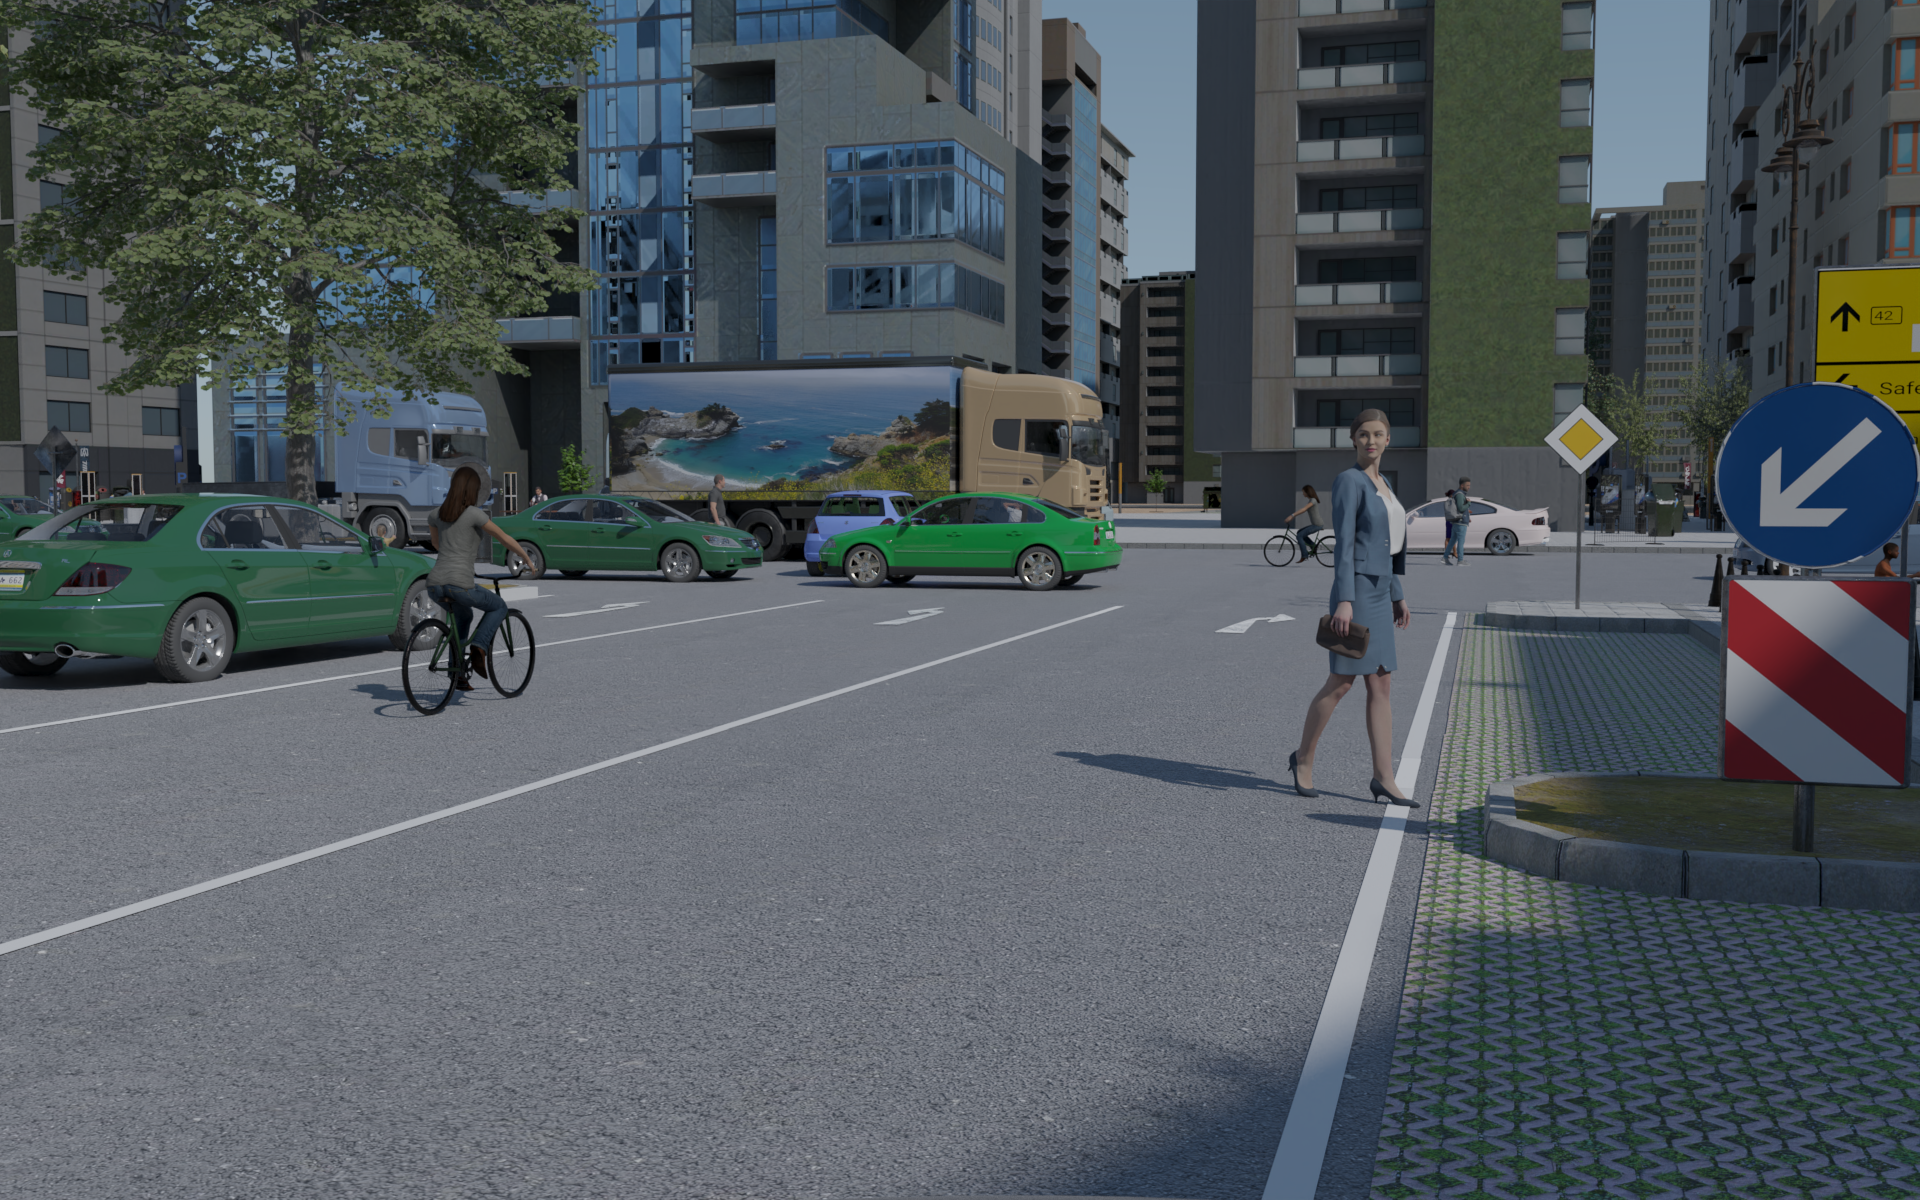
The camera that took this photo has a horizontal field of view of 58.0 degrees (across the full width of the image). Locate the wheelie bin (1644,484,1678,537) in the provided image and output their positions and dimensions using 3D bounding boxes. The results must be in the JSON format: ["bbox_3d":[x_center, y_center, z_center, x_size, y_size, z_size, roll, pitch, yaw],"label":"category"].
[{"bbox_3d":[21.025,-2.700,52.055,0.980,1.594,0.693,0,4,-5],"label":"wheelie bin"}]

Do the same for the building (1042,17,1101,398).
[{"bbox_3d":[4.769,-31.381,163.197,14.200,45.320,14.600,1,4,17],"label":"building"}]

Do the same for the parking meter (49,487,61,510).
[{"bbox_3d":[-31.816,-3.211,60.908,0.372,1.533,0.369,0,3,0],"label":"parking meter"}]

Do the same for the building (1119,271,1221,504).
[{"bbox_3d":[28.577,-27.881,227.554,14.107,30.474,14.160,1,4,17],"label":"building"}]

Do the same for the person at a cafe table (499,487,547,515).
[{"bbox_3d":[-14.322,-3.041,58.231,1.698,1.524,1.622,1,4,12],"label":"person at a cafe table"}]

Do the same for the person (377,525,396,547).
[{"bbox_3d":[-10.683,-0.958,32.081,0.347,0.859,0.695,0,4,-7],"label":"person"}]

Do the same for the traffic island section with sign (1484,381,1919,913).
[{"bbox_3d":[3.144,0.106,6.903,1.989,1.847,2.006,1,4,17],"label":"traffic island section with sign"}]

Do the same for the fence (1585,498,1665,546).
[{"bbox_3d":[16.736,-1.978,43.548,2.264,1.192,0.480,-2,4,-26],"label":"fence"}]

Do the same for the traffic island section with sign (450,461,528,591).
[{"bbox_3d":[-7.042,-0.955,23.752,2.006,1.907,1.989,1,4,17],"label":"traffic island section with sign"}]

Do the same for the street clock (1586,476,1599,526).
[{"bbox_3d":[25.425,-3.984,69.708,0.471,2.002,0.358,1,4,14],"label":"street clock"}]

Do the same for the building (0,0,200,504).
[{"bbox_3d":[-55.080,-39.713,87.560,20.611,71.187,20.563,1,4,17],"label":"building"}]

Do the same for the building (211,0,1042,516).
[{"bbox_3d":[-12.372,-46.585,74.334,31.000,86.520,22.319,1,4,17],"label":"building"}]

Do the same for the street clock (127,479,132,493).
[{"bbox_3d":[-40.127,-4.845,83.791,0.358,2.002,0.471,-1,4,-13],"label":"street clock"}]

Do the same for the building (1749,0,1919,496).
[{"bbox_3d":[45.810,-13.229,61.329,28.899,21.520,27.650,1,4,17],"label":"building"}]

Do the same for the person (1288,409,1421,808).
[{"bbox_3d":[1.851,0.028,8.065,0.581,1.822,0.654,-2,4,-34],"label":"person"}]

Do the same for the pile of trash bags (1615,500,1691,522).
[{"bbox_3d":[32.062,-4.304,80.123,3.447,1.369,1.912,-2,4,-32],"label":"pile of trash bags"}]

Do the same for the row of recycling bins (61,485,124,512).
[{"bbox_3d":[-41.837,-4.665,83.388,1.069,1.692,3.534,3,5,41],"label":"row of recycling bins"}]

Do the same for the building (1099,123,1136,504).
[{"bbox_3d":[10.057,-39.814,240.194,27.495,52.752,28.713,1,4,17],"label":"building"}]

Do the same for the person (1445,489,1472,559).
[{"bbox_3d":[11.005,-1.687,38.449,0.546,1.535,0.453,-2,4,-30],"label":"person"}]

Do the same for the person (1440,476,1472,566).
[{"bbox_3d":[9.971,-1.573,34.569,0.721,1.781,0.623,-1,4,-9],"label":"person"}]

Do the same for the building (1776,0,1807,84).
[{"bbox_3d":[63.397,-41.218,112.164,20.563,71.187,20.611,1,4,17],"label":"building"}]

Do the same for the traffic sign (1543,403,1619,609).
[{"bbox_3d":[6.867,-0.952,19.208,0.795,2.450,0.064,1,4,17],"label":"traffic sign"}]

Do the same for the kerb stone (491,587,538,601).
[{"bbox_3d":[-6.039,-0.079,23.488,0.120,0.150,1.000,1,4,17],"label":"kerb stone"}]

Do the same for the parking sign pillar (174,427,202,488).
[{"bbox_3d":[-30.819,-4.900,68.581,1.447,3.967,1.447,-2,4,-25],"label":"parking sign pillar"}]

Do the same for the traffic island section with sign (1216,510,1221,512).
[{"bbox_3d":[21.633,-7.968,138.897,1.989,1.847,2.006,1,4,17],"label":"traffic island section with sign"}]

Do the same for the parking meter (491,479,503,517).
[{"bbox_3d":[-17.681,-3.698,66.178,0.399,1.863,0.255,1,4,13],"label":"parking meter"}]

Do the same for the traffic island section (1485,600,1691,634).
[{"bbox_3d":[6.892,0.184,19.278,2.009,0.180,2.903,1,4,17],"label":"traffic island section"}]

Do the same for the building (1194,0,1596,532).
[{"bbox_3d":[16.549,-23.380,65.859,14.086,41.232,14.154,1,4,17],"label":"building"}]

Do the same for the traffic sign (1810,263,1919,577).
[{"bbox_3d":[8.709,-1.308,15.255,2.265,3.308,0.079,1,4,17],"label":"traffic sign"}]

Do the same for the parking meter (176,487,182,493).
[{"bbox_3d":[-28.959,-3.427,64.438,0.372,1.533,0.369,0,3,0],"label":"parking meter"}]

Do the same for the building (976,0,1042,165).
[{"bbox_3d":[-7.332,-36.179,133.525,21.231,58.520,28.212,1,4,17],"label":"building"}]

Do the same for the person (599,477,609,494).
[{"bbox_3d":[-8.407,-2.009,41.447,0.679,1.850,0.850,2,4,33],"label":"person"}]

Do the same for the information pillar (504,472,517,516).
[{"bbox_3d":[-15.269,-3.324,58.845,0.304,2.012,0.304,2,4,25],"label":"information pillar"}]

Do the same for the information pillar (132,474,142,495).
[{"bbox_3d":[-30.263,-3.623,63.734,0.304,2.012,0.304,-1,4,-17],"label":"information pillar"}]

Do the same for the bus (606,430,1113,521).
[{"bbox_3d":[-2.111,-2.908,42.398,13.247,3.499,2.948,1,4,17],"label":"bus"}]

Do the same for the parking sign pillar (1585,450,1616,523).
[{"bbox_3d":[28.657,-5.449,77.567,1.447,3.967,1.447,0,4,-2],"label":"parking sign pillar"}]

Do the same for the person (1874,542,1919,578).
[{"bbox_3d":[11.686,-0.295,21.607,0.655,0.850,0.859,2,4,33],"label":"person"}]

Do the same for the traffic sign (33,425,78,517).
[{"bbox_3d":[-13.216,-1.326,25.315,0.795,2.450,0.064,1,4,17],"label":"traffic sign"}]

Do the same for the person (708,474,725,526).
[{"bbox_3d":[-4.548,-1.474,32.720,0.434,1.807,0.598,0,4,6],"label":"person"}]

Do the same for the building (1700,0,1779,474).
[{"bbox_3d":[74.307,-33.411,135.507,28.713,52.752,27.495,1,4,17],"label":"building"}]

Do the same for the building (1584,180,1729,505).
[{"bbox_3d":[91.130,-32.161,217.708,23.993,40.220,32.217,1,4,17],"label":"building"}]

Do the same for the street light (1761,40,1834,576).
[{"bbox_3d":[8.742,-2.779,18.227,0.468,5.910,1.993,1,4,17],"label":"street light"}]

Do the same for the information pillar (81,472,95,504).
[{"bbox_3d":[-28.531,-3.193,56.699,0.304,2.012,0.304,1,4,10],"label":"information pillar"}]
